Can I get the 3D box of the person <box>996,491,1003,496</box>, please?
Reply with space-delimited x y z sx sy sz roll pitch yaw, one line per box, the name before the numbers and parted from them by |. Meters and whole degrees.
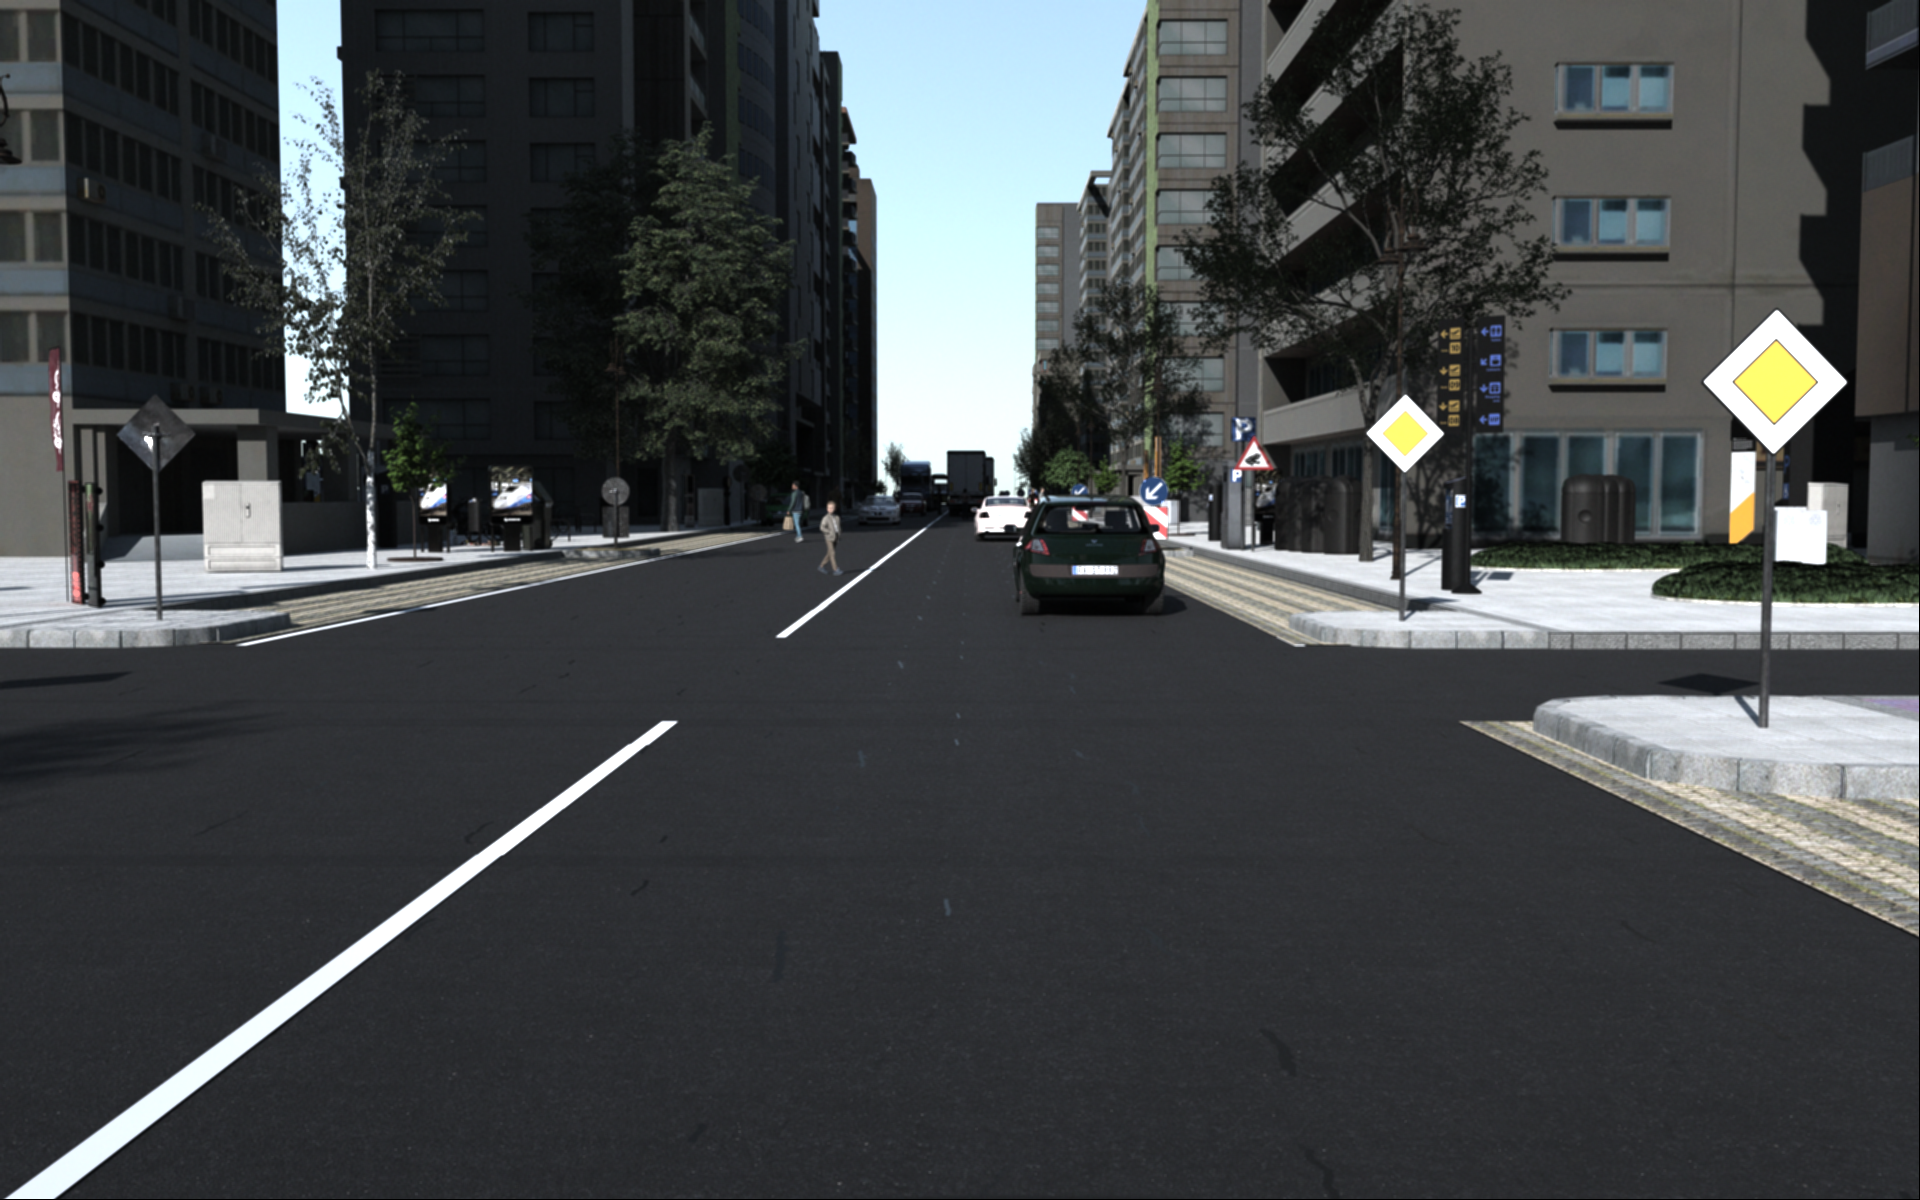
person | 4.339 -11.013 189.095 0.617 1.759 0.750 3 5 43

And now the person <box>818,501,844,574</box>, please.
person | -2.298 -1.120 31.078 0.640 1.303 0.475 2 4 34

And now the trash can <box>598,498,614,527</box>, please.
trash can | -13.786 -3.430 67.741 0.748 1.137 0.748 0 3 0

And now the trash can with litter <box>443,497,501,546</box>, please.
trash can with litter | -11.959 -1.955 43.027 1.678 1.210 2.233 -3 5 -45

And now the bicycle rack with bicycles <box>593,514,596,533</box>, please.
bicycle rack with bicycles | -13.306 -2.695 57.441 2.852 0.926 2.925 -2 4 -27

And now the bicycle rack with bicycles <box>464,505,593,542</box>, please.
bicycle rack with bicycles | -12.031 -2.055 46.977 2.925 0.926 2.852 -3 5 -40

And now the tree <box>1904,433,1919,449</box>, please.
tree | 14.841 -1.865 25.087 1.663 3.219 1.824 0 3 0

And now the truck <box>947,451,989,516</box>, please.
truck | 0.510 -7.852 117.296 2.839 4.237 11.283 0 4 1

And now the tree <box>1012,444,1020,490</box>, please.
tree | 7.500 -14.144 181.623 4.737 8.622 4.395 0 3 0

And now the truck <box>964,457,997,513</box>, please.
truck | 1.440 -9.031 136.565 2.839 4.237 11.283 0 4 2

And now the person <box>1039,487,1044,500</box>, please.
person | 4.387 -5.031 90.963 0.583 1.804 0.606 1 4 9

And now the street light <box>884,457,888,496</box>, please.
street light | -8.951 -14.505 209.938 0.468 5.910 1.993 0 4 0

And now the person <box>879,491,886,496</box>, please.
person | -7.446 -9.619 166.580 0.742 1.727 0.445 1 4 16

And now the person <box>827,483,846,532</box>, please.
person | -4.683 -3.511 65.816 0.656 1.842 0.836 -2 4 -32

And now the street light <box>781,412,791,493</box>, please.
street light | -9.636 -7.512 95.610 0.468 5.910 1.993 0 4 0

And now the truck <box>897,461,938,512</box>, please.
truck | -3.368 -9.623 147.092 2.967 4.110 18.799 0 4 2

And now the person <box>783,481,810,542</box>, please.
person | -4.897 -2.646 51.755 0.794 1.824 0.713 -3 4 -37

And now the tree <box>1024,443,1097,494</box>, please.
tree | 7.150 -7.813 111.456 4.285 4.588 4.351 0 3 0

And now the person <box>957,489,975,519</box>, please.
person | 0.342 -5.482 98.848 1.217 1.736 0.721 2 4 33

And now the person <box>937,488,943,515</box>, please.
person | -1.391 -6.882 121.029 0.705 1.822 1.348 1 4 11

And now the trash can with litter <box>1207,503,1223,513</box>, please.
trash can with litter | 9.571 -3.173 63.271 1.055 1.170 0.624 0 4 -1

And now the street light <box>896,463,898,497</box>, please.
street light | -8.758 -16.493 242.454 0.468 5.910 1.993 0 4 0

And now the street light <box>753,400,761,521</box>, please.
street light | -9.750 -6.754 83.215 0.468 5.910 1.993 0 4 0

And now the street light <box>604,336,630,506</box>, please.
street light | -10.016 -4.765 50.700 0.468 5.910 1.993 0 4 0

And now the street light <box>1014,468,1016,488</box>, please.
street light | 7.985 -17.070 251.883 0.468 5.910 1.993 0 4 0

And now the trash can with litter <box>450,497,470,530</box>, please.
trash can with litter | -18.046 -3.097 62.025 1.055 1.170 0.624 1 4 19

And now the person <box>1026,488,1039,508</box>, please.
person | 3.933 -5.272 95.218 1.217 1.766 0.721 -3 5 -40

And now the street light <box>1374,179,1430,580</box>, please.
street light | 6.557 -3.246 25.855 0.468 5.910 1.993 0 4 0

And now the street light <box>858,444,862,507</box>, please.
street light | -9.227 -11.492 160.680 0.468 5.910 1.993 0 4 0

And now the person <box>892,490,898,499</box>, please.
person | -7.033 -10.913 186.923 0.705 1.824 1.348 -2 4 -27

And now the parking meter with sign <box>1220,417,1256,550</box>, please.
parking meter with sign | 6.383 -2.686 40.182 0.543 3.016 1.738 0 4 -3

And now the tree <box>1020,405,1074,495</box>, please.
tree | 7.282 -11.571 139.544 4.737 8.622 4.395 0 3 0

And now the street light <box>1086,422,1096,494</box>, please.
street light | 6.954 -7.284 91.886 0.468 5.910 1.993 0 4 0

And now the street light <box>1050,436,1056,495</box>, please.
street light | 7.239 -9.915 134.895 0.468 5.910 1.993 0 4 0

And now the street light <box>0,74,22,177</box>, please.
street light | -10.189 -2.748 17.723 0.468 5.910 1.993 0 4 0

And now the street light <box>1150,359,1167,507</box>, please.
street light | 6.776 -5.286 59.215 0.468 5.910 1.993 0 4 0

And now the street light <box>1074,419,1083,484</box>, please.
street light | 6.998 -7.913 102.160 0.468 5.910 1.993 0 4 0

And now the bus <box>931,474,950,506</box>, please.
bus | -2.363 -13.449 211.435 2.896 3.916 12.252 0 4 2

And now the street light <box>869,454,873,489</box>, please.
street light | -9.140 -12.516 177.421 0.468 5.910 1.993 0 4 0

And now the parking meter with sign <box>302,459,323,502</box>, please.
parking meter with sign | -31.407 -5.440 85.197 1.738 3.016 0.543 -1 4 -20

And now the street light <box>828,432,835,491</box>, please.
street light | -9.507 -9.503 128.164 0.468 5.910 1.993 0 4 0

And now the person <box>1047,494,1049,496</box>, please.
person | 9.005 -9.986 174.986 0.599 1.433 0.991 -3 5 -42
